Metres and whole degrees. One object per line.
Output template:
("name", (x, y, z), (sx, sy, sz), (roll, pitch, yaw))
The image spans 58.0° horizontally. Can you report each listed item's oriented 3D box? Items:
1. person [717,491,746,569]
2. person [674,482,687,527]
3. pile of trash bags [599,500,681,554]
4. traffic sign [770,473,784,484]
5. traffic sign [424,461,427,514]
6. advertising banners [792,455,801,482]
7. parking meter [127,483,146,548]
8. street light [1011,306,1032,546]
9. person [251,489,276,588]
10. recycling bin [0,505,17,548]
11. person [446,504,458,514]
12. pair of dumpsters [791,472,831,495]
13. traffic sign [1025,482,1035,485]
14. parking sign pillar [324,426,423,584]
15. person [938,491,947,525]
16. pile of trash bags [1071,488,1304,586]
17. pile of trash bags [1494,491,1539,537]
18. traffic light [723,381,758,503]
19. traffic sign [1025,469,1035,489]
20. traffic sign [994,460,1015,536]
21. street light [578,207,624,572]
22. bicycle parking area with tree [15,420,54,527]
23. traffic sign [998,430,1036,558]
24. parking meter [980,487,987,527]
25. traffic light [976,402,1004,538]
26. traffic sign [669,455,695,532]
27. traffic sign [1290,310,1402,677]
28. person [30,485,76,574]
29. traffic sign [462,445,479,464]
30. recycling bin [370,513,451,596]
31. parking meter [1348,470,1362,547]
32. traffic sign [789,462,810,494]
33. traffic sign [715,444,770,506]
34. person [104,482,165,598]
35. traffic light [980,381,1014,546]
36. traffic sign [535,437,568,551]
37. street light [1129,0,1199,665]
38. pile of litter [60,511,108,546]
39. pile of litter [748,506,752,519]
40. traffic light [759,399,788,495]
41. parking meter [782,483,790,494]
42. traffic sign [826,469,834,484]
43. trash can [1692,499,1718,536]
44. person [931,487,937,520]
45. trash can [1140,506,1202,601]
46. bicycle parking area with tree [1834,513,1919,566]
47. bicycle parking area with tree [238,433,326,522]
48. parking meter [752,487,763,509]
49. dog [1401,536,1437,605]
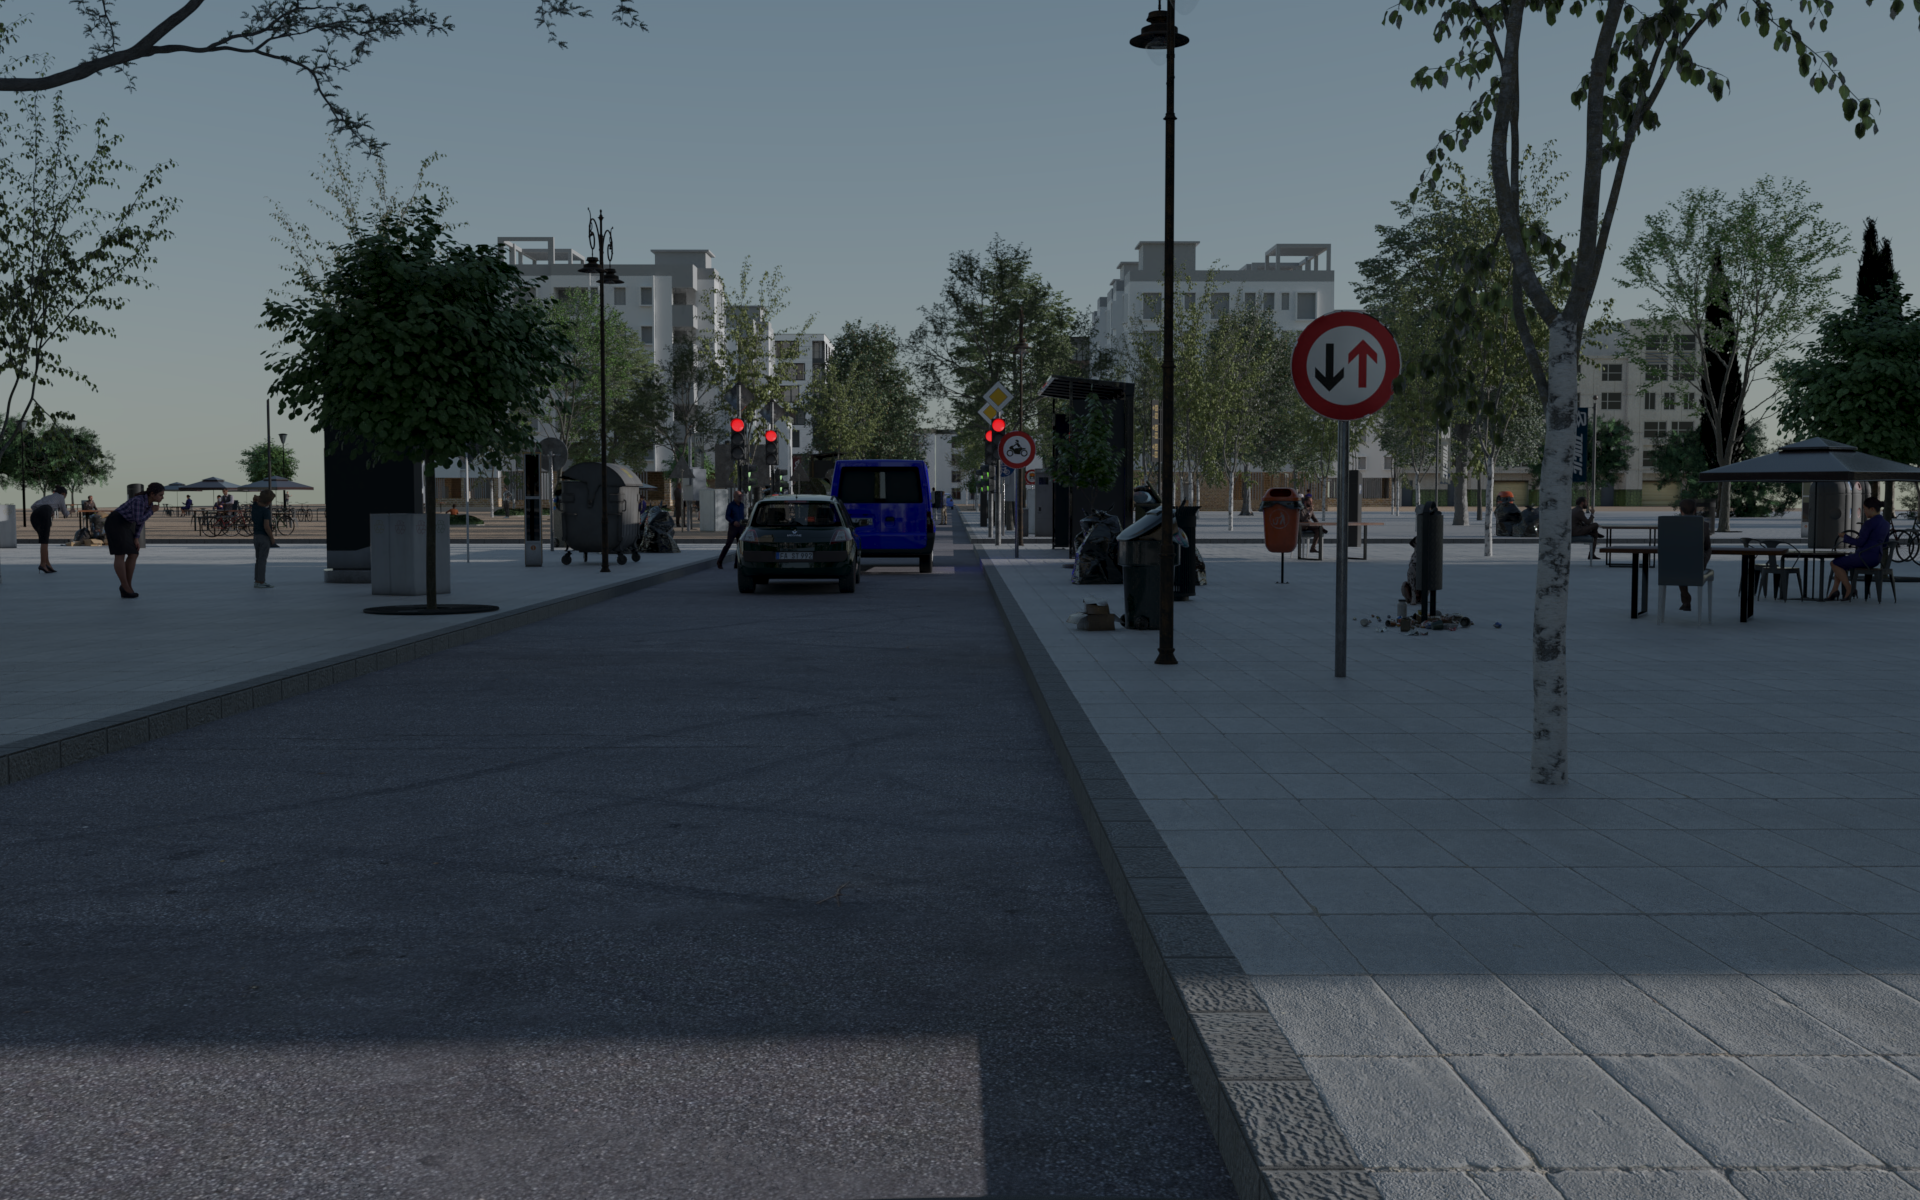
("person", (-4.312, -1.341, 33.123), (0.574, 1.496, 0.600), (-2, 4, -24))
("person", (-10.808, -3.705, 67.307), (0.600, 1.739, 0.565), (0, 4, 4))
("pile of trash bags", (-7.451, -1.770, 38.696), (1.912, 1.369, 3.447), (-1, 4, -21))
("traffic sign", (-9.421, -5.454, 89.170), (0.884, 2.594, 0.081), (0, 4, 6))
("traffic sign", (-8.149, -1.615, 26.507), (0.768, 2.556, 0.104), (0, 4, 2))
("advertising banners", (-6.717, -5.016, 78.193), (2.074, 3.025, 0.090), (2, 4, 27))
("parking meter", (-19.546, -1.999, 41.095), (0.372, 1.533, 0.369), (0, 3, 0))
("street light", (1.504, -4.279, 42.750), (0.468, 5.910, 1.993), (0, 4, 0))
("person", (-9.542, -0.841, 23.703), (0.435, 1.345, 0.340), (1, 4, 18))
("recycling bin", (-22.836, -1.746, 41.103), (0.722, 1.027, 0.722), (-2, 4, -33))
("person", (-23.104, -3.950, 78.909), (0.859, 0.850, 0.655), (-1, 4, -15))
("pair of dumpsters", (-6.293, -4.346, 73.547), (1.574, 2.255, 4.437), (0, 4, 0))
("traffic sign", (4.230, -6.157, 100.671), (0.884, 2.594, 0.081), (0, 4, 4))
("parking sign pillar", (-8.605, -2.258, 25.396), (1.447, 3.967, 1.447), (0, 4, -1))
("person", (-0.804, -4.283, 80.595), (0.319, 1.574, 0.516), (3, 5, 39))
("pile of trash bags", (3.214, -0.932, 24.995), (3.447, 1.369, 1.912), (1, 4, 16))
("pile of trash bags", (17.187, -2.633, 52.796), (1.912, 1.369, 3.447), (0, 4, -7))
("traffic light", (-5.469, -3.311, 43.060), (0.839, 4.253, 0.868), (0, 4, 0))
("traffic sign", (3.695, -5.418, 88.682), (0.768, 2.556, 0.104), (0, 4, 7))
("traffic sign", (1.324, -3.231, 52.926), (0.768, 2.556, 0.104), (0, 4, 8))
("street light", (-5.830, -3.395, 28.290), (0.468, 5.910, 1.993), (0, 4, 0))
("bicycle parking area with tree", (-38.640, -4.836, 66.064), (8.231, 4.147, 9.016), (-1, 4, -14))
("traffic sign", (1.143, -2.119, 34.744), (0.768, 2.556, 0.104), (0, 4, 2))
("parking meter", (0.925, -3.792, 67.708), (0.255, 1.863, 0.399), (0, 4, -5))
("traffic light", (0.888, -3.803, 51.096), (0.839, 4.253, 0.868), (0, 4, 0))
("traffic sign", (-9.303, -3.547, 57.989), (0.884, 2.594, 0.081), (0, 4, 1))
("traffic sign", (2.671, -0.732, 12.080), (0.768, 2.556, 0.104), (0, 4, 1))
("person", (-14.778, -1.161, 28.216), (0.628, 1.438, 0.799), (-1, 4, -23))
("traffic sign", (-9.220, -1.996, 32.372), (0.795, 2.593, 0.064), (0, 4, 7))
("recycling bin", (-7.039, -0.590, 22.197), (0.722, 1.027, 0.722), (2, 4, 26))
("parking meter", (9.587, -2.222, 42.041), (0.255, 1.863, 0.399), (2, 4, 26))
("traffic sign", (-6.588, -4.348, 71.098), (0.884, 2.594, 0.081), (0, 4, 7))
("traffic sign", (-8.889, -4.702, 70.746), (2.265, 3.308, 0.079), (0, 4, 4))
("person", (-10.155, -0.738, 21.347), (0.697, 1.427, 0.421), (-1, 4, -10))
("traffic light", (0.932, -3.314, 43.111), (0.839, 4.253, 0.868), (0, 4, 0))
("traffic sign", (-9.155, -2.367, 38.809), (0.768, 2.556, 0.104), (0, 4, 6))
("street light", (1.560, -2.455, 12.926), (0.468, 5.910, 1.993), (0, 4, 0))
("pile of litter", (-21.373, -1.779, 43.056), (1.719, 0.858, 1.176), (-1, 4, -10))
("pile of litter", (-8.223, -3.777, 75.720), (1.176, 0.858, 1.719), (2, 4, 25))
("traffic light", (-5.513, -3.800, 51.045), (0.839, 4.253, 0.868), (0, 4, 0))
("parking meter", (-7.950, -4.463, 78.683), (0.399, 1.863, 0.255), (-2, 4, -29))
("traffic sign", (-6.382, -5.311, 86.944), (0.768, 2.556, 0.104), (0, 4, 6))
("trash can", (22.759, -2.526, 52.948), (0.748, 1.137, 0.748), (0, 3, 0))
("person", (-1.405, -5.272, 94.850), (0.875, 1.805, 0.789), (0, 4, -4))
("trash can", (2.539, -0.565, 20.889), (0.748, 1.137, 0.748), (0, 3, 0))
("bicycle parking area with tree", (20.873, -2.614, 29.745), (9.016, 4.147, 8.231), (0, 4, -3))
("bicycle parking area with tree", (-30.557, -5.943, 84.175), (8.231, 4.147, 9.016), (-3, 5, -40))
("parking meter", (-7.295, -3.300, 62.373), (0.372, 1.533, 0.369), (0, 3, 0))
("dog", (5.425, -0.357, 20.219), (0.513, 0.831, 0.800), (3, 5, 44))
